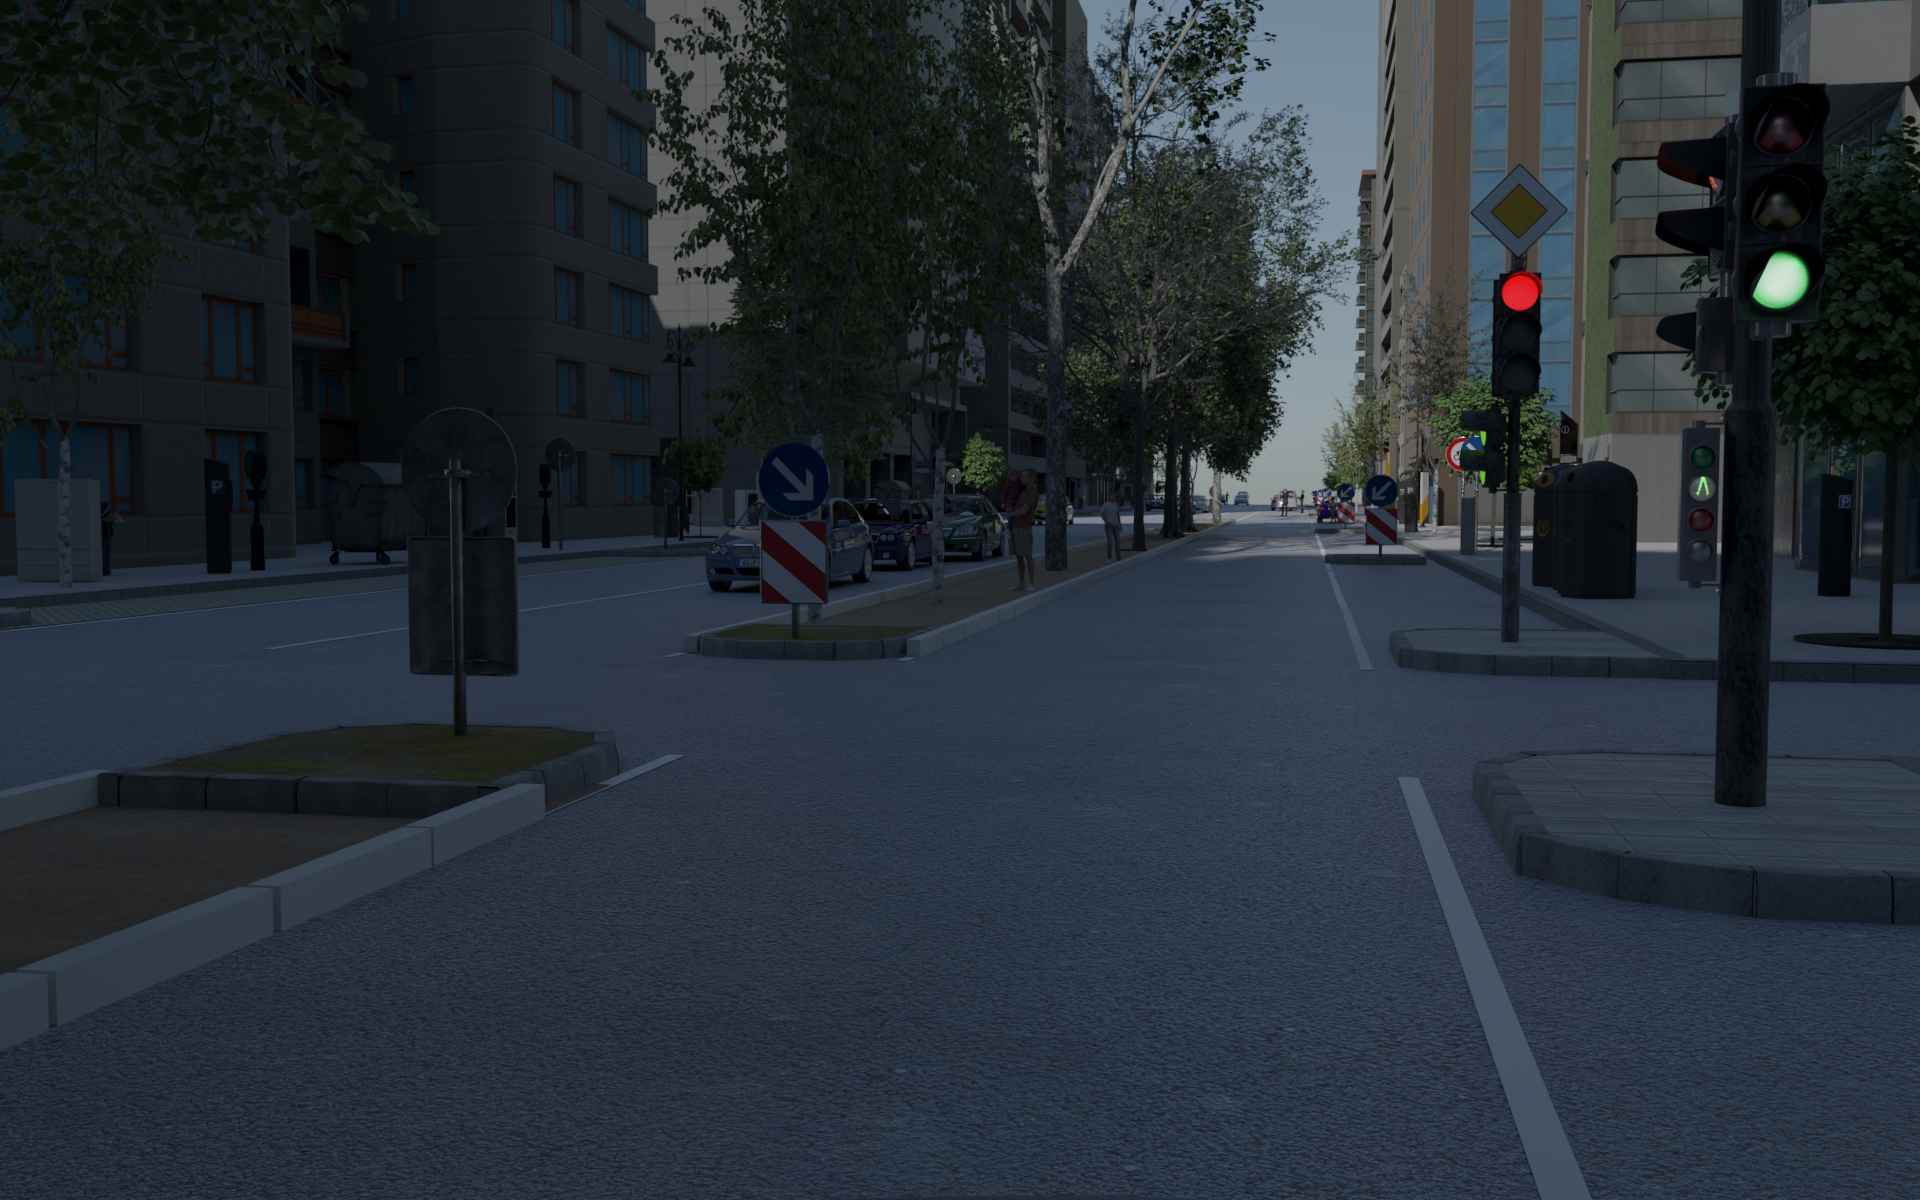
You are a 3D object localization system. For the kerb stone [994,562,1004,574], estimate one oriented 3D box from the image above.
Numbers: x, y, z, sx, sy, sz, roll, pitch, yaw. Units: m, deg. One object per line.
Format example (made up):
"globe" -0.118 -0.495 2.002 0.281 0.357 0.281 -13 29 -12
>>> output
"kerb stone" 0.613 -0.555 31.276 0.120 0.150 1.000 1 4 11

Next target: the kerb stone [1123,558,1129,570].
"kerb stone" 3.055 -0.647 32.818 0.120 0.150 1.000 1 4 11

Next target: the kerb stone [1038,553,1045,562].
"kerb stone" 1.605 -0.861 36.311 0.120 0.150 1.000 1 4 11

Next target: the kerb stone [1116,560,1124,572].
"kerb stone" 2.856 -0.588 31.811 0.120 0.150 1.000 1 4 11

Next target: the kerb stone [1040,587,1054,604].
"kerb stone" 1.073 -0.034 22.752 0.120 0.150 1.000 1 4 11

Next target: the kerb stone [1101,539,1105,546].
"kerb stone" 3.785 -1.535 47.360 0.120 0.150 1.000 1 4 11

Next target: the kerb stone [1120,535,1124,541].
"kerb stone" 4.770 -1.846 52.375 0.120 0.150 1.000 1 4 11

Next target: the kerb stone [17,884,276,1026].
"kerb stone" -2.391 1.042 5.158 0.120 0.150 1.000 1 4 11

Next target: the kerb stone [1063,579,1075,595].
"kerb stone" 1.481 -0.157 24.769 0.120 0.150 1.000 1 4 11

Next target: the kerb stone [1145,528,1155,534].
"kerb stone" 6.949 -2.523 63.442 0.120 0.150 1.000 1 4 11

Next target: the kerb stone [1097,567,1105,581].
"kerb stone" 2.254 -0.403 28.793 0.120 0.150 1.000 1 4 11

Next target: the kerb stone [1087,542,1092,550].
"kerb stone" 3.192 -1.355 44.350 0.120 0.150 1.000 1 4 11

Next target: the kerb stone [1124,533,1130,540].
"kerb stone" 5.166 -1.969 54.395 0.120 0.150 1.000 1 4 11

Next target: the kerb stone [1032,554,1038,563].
"kerb stone" 1.403 -0.799 35.301 0.120 0.150 1.000 1 4 11

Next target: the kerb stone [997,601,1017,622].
"kerb stone" 0.482 0.150 19.743 0.120 0.150 1.000 1 4 11

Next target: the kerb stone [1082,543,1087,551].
"kerb stone" 2.992 -1.294 43.348 0.120 0.150 1.000 1 4 11

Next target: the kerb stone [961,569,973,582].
"kerb stone" 0.015 -0.371 28.267 0.120 0.150 1.000 1 4 11

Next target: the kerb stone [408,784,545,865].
"kerb stone" -1.991 0.919 7.176 0.120 0.150 1.000 1 4 11

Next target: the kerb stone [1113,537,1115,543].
"kerb stone" 4.373 -1.723 50.369 0.120 0.150 1.000 1 4 11

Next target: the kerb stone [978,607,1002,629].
"kerb stone" 0.278 0.212 18.733 0.120 0.150 1.000 1 4 11

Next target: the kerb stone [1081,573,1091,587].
"kerb stone" 1.869 -0.275 26.786 0.120 0.150 1.000 1 4 11

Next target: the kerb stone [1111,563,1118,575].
"kerb stone" 2.655 -0.526 30.801 0.120 0.150 1.000 1 4 11

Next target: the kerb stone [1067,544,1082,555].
"kerb stone" 2.793 -1.232 42.344 0.120 0.150 1.000 1 4 11

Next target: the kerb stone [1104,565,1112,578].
"kerb stone" 2.457 -0.464 29.798 0.120 0.150 1.000 1 4 11

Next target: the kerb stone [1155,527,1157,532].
"kerb stone" 7.147 -2.584 64.444 0.120 0.150 1.000 1 4 11

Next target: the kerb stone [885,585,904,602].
"kerb stone" -0.961 -0.064 23.235 0.120 0.150 1.000 1 4 11

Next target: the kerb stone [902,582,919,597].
"kerb stone" -0.771 -0.125 24.246 0.120 0.150 1.000 1 4 11

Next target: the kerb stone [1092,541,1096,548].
"kerb stone" 3.389 -1.414 45.353 0.120 0.150 1.000 1 4 11

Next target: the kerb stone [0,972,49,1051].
"kerb stone" -2.590 1.104 4.146 0.120 0.150 1.000 1 4 11

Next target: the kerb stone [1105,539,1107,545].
"kerb stone" 3.977 -1.601 48.364 0.120 0.150 1.000 1 4 11

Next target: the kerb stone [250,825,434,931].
"kerb stone" -2.186 0.981 6.172 0.120 0.150 1.000 1 4 11

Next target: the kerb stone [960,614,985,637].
"kerb stone" 0.084 0.276 17.730 0.120 0.150 1.000 1 4 11

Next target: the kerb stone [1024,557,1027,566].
"kerb stone" 1.211 -0.740 34.294 0.120 0.150 1.000 1 4 11

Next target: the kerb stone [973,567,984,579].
"kerb stone" 0.220 -0.433 29.269 0.120 0.150 1.000 1 4 11

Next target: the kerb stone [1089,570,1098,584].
"kerb stone" 2.058 -0.341 27.790 0.120 0.150 1.000 1 4 11

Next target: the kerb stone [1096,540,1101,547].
"kerb stone" 3.582 -1.478 46.358 0.120 0.150 1.000 1 4 11

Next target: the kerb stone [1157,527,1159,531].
"kerb stone" 7.341 -2.645 65.448 0.120 0.150 1.000 1 4 11

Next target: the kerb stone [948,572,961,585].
"kerb stone" -0.183 -0.308 27.265 0.120 0.150 1.000 1 4 11

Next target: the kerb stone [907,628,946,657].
"kerb stone" -0.313 0.396 15.724 0.120 0.150 1.000 1 4 11

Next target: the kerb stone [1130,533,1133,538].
"kerb stone" 5.368 -2.031 55.398 0.120 0.150 1.000 1 4 11

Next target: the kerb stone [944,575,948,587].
"kerb stone" -0.372 -0.248 26.250 0.120 0.150 1.000 1 4 11

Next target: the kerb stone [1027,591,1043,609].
"kerb stone" 0.873 0.027 21.750 0.120 0.150 1.000 1 4 11

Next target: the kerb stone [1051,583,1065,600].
"kerb stone" 1.273 -0.096 23.762 0.120 0.150 1.000 1 4 11

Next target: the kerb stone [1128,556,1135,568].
"kerb stone" 3.259 -0.708 33.820 0.120 0.150 1.000 1 4 11

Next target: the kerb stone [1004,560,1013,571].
"kerb stone" 0.807 -0.616 32.281 0.120 0.150 1.000 1 4 11

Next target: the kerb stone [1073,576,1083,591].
"kerb stone" 1.668 -0.219 25.774 0.120 0.150 1.000 1 4 11

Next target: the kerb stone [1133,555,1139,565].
"kerb stone" 3.451 -0.773 34.829 0.120 0.150 1.000 1 4 11

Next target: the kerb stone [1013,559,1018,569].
"kerb stone" 1.009 -0.678 33.292 0.120 0.150 1.000 1 4 11

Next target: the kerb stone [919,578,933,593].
"kerb stone" -0.578 -0.186 25.249 0.120 0.150 1.000 1 4 11

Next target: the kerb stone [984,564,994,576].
"kerb stone" 0.412 -0.494 30.274 0.120 0.150 1.000 1 4 11

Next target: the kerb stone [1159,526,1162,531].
"kerb stone" 7.538 -2.707 66.451 0.120 0.150 1.000 1 4 11

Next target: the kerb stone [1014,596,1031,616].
"kerb stone" 0.687 0.089 20.745 0.120 0.150 1.000 1 4 11

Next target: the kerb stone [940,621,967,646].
"kerb stone" -0.114 0.334 16.727 0.120 0.150 1.000 1 4 11
